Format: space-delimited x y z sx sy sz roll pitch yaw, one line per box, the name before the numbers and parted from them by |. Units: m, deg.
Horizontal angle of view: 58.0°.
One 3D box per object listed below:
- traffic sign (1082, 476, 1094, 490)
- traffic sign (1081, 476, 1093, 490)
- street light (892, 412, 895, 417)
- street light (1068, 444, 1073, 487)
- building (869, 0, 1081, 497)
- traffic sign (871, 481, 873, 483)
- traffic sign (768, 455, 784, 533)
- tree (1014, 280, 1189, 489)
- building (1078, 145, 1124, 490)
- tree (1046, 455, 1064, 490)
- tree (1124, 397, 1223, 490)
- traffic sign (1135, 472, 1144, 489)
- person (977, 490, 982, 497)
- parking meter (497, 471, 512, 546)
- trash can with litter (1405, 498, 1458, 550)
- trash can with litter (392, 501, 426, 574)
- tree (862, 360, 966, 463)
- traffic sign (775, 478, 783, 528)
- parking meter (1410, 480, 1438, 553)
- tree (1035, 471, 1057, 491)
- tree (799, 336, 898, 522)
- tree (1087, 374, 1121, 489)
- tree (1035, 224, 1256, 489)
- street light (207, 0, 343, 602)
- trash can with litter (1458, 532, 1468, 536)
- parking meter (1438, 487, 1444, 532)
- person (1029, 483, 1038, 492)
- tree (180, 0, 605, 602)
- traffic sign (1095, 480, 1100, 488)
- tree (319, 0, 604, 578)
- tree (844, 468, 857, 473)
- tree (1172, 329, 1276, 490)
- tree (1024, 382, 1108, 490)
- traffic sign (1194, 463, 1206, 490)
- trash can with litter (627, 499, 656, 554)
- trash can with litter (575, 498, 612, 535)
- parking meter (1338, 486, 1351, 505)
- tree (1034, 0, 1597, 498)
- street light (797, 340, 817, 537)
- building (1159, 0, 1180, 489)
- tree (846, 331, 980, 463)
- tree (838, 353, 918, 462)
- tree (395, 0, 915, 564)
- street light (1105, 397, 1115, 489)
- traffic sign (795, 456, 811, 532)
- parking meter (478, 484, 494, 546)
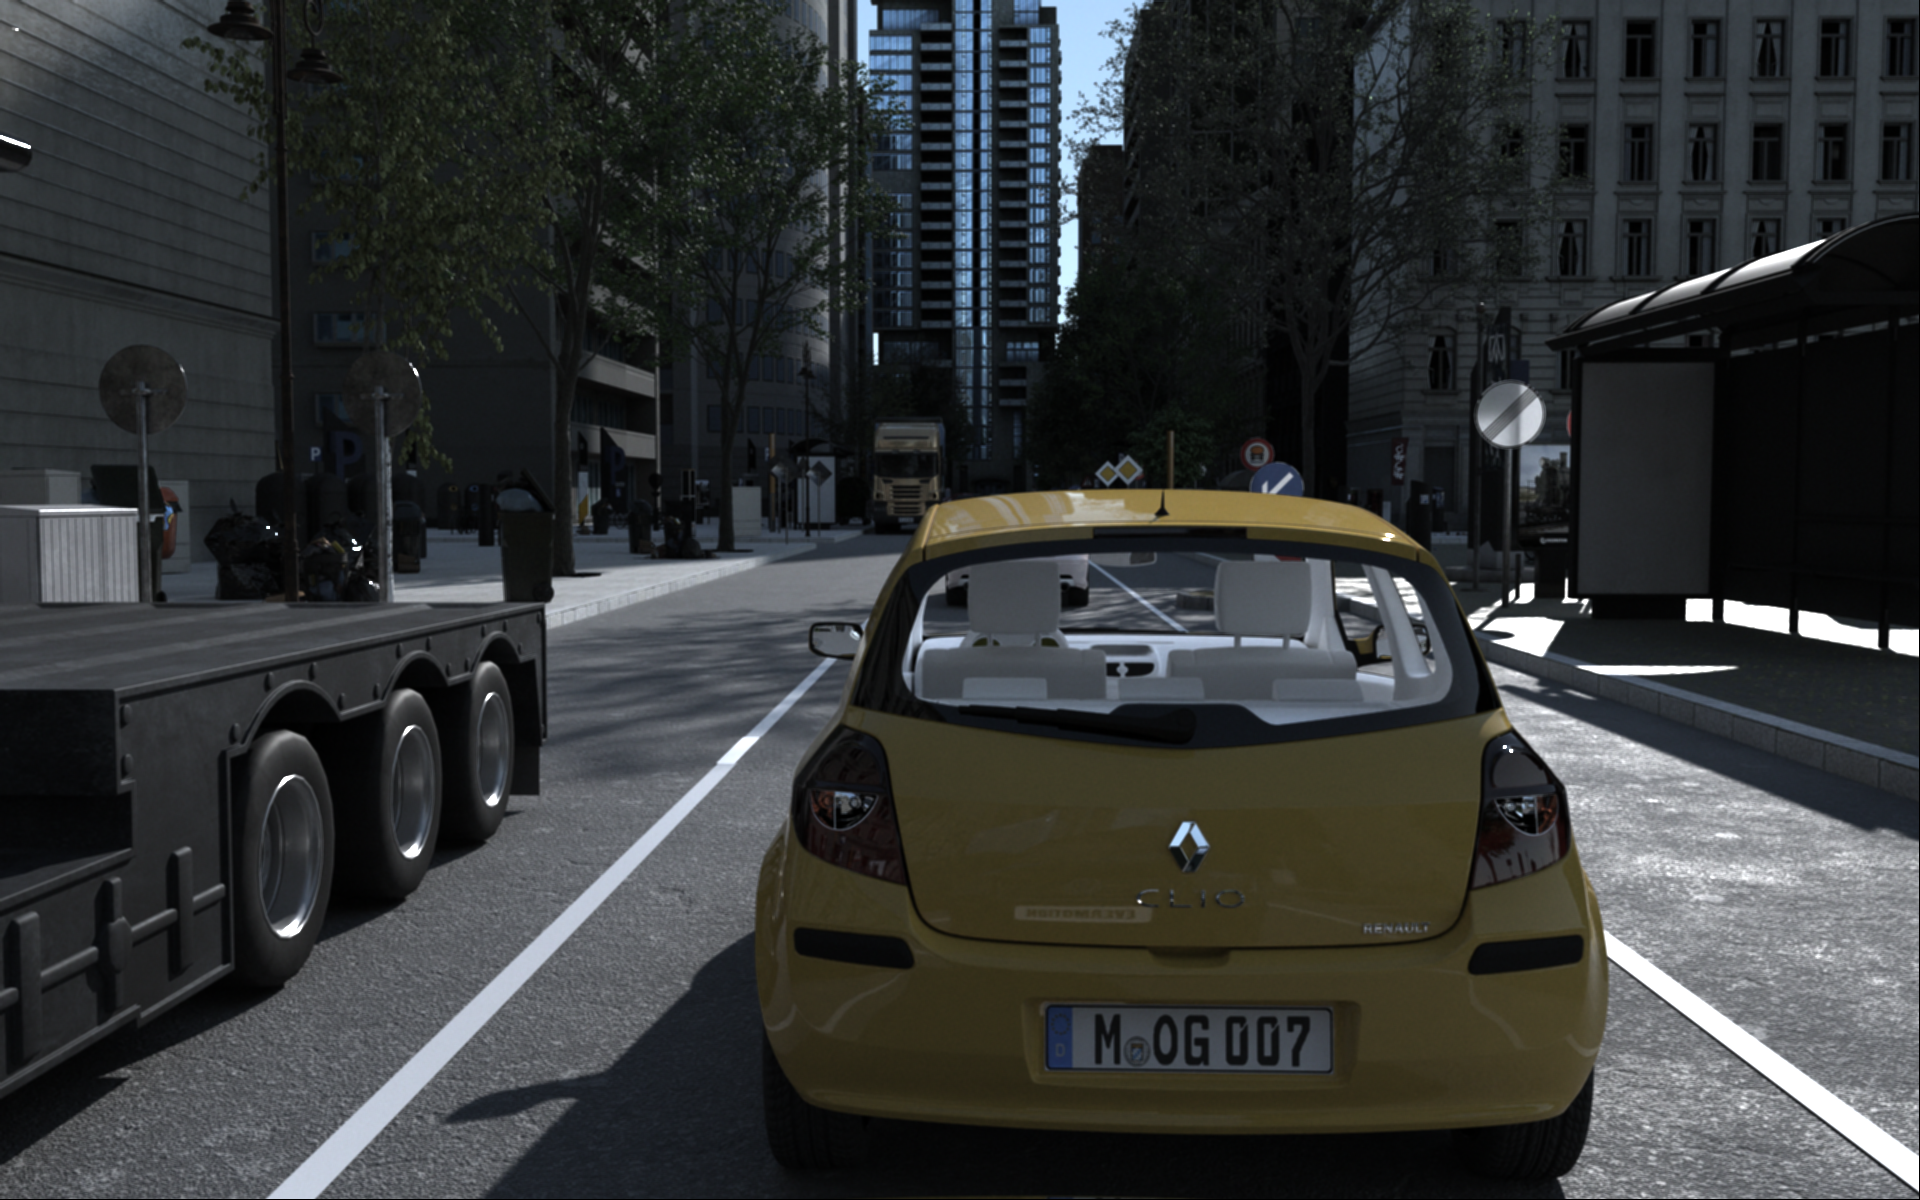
traffic sign | 8.943 -7.426 121.424 0.884 2.594 0.081 0 4 3
traffic sign | 9.074 -7.574 123.833 0.884 2.594 0.081 0 4 4
street light | -3.711 -7.595 96.968 0.468 5.910 1.993 0 4 1
street light | 8.079 -9.400 126.473 0.468 5.910 1.993 0 4 1
building | 0.148 -56.007 228.390 31.000 86.520 22.319 0 4 1
traffic sign | -5.216 -6.389 104.471 0.884 2.594 0.081 0 4 8
traffic sign | -5.898 -3.446 56.443 0.768 2.556 0.104 1 4 11
tree | 7.559 -10.590 90.149 9.611 12.733 9.660 0 3 0
building | 22.655 -35.170 225.141 14.200 45.320 14.600 0 4 1
tree | 10.650 -15.043 196.316 4.360 8.622 3.978 0 3 0
tree | 7.307 -4.571 58.448 4.285 4.588 4.351 0 3 0
traffic sign | 6.357 -3.810 62.395 0.768 2.556 0.104 1 4 10
person | 1.799 -8.969 155.231 0.705 1.814 1.350 2 4 24
parking meter | -11.245 -2.270 42.831 0.255 1.863 0.399 1 4 10
trash can with litter | 10.189 -1.772 40.022 1.678 1.210 2.233 3 4 39
trash can with litter | -9.020 -1.040 28.396 0.624 1.170 1.055 -2 4 -24
tree | -3.125 -11.325 119.583 7.601 10.594 8.767 -1 4 -18
traffic sign | -6.734 -3.863 65.296 0.606 2.300 0.079 0 4 4
parking meter | 8.294 -1.393 31.184 0.372 1.533 0.369 0 3 0
tree | 10.255 -13.348 201.951 4.285 4.588 4.351 0 3 0
tree | -5.054 -7.952 80.375 4.360 8.622 3.978 0 3 0
tree | 8.521 -9.102 99.177 4.737 8.622 4.395 0 3 0
tree | 7.538 -8.639 67.010 9.928 11.665 9.643 0 3 0
street light | -5.487 -2.525 14.072 0.468 5.910 1.993 0 4 1
trash can with litter | 15.860 -2.617 53.843 2.233 1.210 1.678 1 4 14
parking meter | 16.000 -3.031 57.960 0.372 1.533 0.369 0 3 0
person | 2.779 -3.469 65.316 0.850 1.850 0.679 -1 4 -19
tree | -6.194 -4.212 19.230 4.737 8.622 4.395 0 3 0
traffic sign | 9.540 -7.155 119.106 0.606 2.300 0.079 0 4 2
tree | -6.034 -6.172 26.666 9.928 11.665 9.643 0 3 0
tree | -6.877 -7.207 112.433 1.663 3.219 1.824 0 3 0
tree | 11.816 -7.799 77.882 4.737 8.622 4.395 0 3 0
tree | 8.969 -13.843 144.462 7.486 12.596 7.792 0 3 0
traffic sign | 8.468 -3.804 62.308 0.768 2.556 0.104 0 4 2
trash can with litter | -6.772 -1.582 37.258 0.624 1.170 1.055 -2 4 -27
trash can with litter | -11.536 -2.641 54.562 1.055 1.170 0.624 -2 4 -32
parking meter | 11.488 -2.654 51.808 0.372 1.533 0.369 0 3 0
tree | 6.595 -7.459 32.332 12.009 13.543 11.850 0 3 0
street light | -4.599 -4.855 52.162 0.468 5.910 1.993 0 4 1
building | 26.720 -43.265 145.636 20.563 71.187 20.611 0 4 1
tree | -3.576 -13.486 130.862 12.009 13.543 11.850 0 3 0
tree | -4.117 -8.522 89.698 4.737 8.622 4.395 0 3 0
tree | -5.022 -6.874 38.145 9.928 11.665 9.643 0 3 0
street light | 7.091 -6.695 82.251 0.468 5.910 1.993 0 4 1
traffic sign | -5.325 -3.596 58.793 0.884 2.594 0.081 1 4 9
parking meter | -11.689 -2.097 42.704 0.372 1.533 0.369 0 3 0
